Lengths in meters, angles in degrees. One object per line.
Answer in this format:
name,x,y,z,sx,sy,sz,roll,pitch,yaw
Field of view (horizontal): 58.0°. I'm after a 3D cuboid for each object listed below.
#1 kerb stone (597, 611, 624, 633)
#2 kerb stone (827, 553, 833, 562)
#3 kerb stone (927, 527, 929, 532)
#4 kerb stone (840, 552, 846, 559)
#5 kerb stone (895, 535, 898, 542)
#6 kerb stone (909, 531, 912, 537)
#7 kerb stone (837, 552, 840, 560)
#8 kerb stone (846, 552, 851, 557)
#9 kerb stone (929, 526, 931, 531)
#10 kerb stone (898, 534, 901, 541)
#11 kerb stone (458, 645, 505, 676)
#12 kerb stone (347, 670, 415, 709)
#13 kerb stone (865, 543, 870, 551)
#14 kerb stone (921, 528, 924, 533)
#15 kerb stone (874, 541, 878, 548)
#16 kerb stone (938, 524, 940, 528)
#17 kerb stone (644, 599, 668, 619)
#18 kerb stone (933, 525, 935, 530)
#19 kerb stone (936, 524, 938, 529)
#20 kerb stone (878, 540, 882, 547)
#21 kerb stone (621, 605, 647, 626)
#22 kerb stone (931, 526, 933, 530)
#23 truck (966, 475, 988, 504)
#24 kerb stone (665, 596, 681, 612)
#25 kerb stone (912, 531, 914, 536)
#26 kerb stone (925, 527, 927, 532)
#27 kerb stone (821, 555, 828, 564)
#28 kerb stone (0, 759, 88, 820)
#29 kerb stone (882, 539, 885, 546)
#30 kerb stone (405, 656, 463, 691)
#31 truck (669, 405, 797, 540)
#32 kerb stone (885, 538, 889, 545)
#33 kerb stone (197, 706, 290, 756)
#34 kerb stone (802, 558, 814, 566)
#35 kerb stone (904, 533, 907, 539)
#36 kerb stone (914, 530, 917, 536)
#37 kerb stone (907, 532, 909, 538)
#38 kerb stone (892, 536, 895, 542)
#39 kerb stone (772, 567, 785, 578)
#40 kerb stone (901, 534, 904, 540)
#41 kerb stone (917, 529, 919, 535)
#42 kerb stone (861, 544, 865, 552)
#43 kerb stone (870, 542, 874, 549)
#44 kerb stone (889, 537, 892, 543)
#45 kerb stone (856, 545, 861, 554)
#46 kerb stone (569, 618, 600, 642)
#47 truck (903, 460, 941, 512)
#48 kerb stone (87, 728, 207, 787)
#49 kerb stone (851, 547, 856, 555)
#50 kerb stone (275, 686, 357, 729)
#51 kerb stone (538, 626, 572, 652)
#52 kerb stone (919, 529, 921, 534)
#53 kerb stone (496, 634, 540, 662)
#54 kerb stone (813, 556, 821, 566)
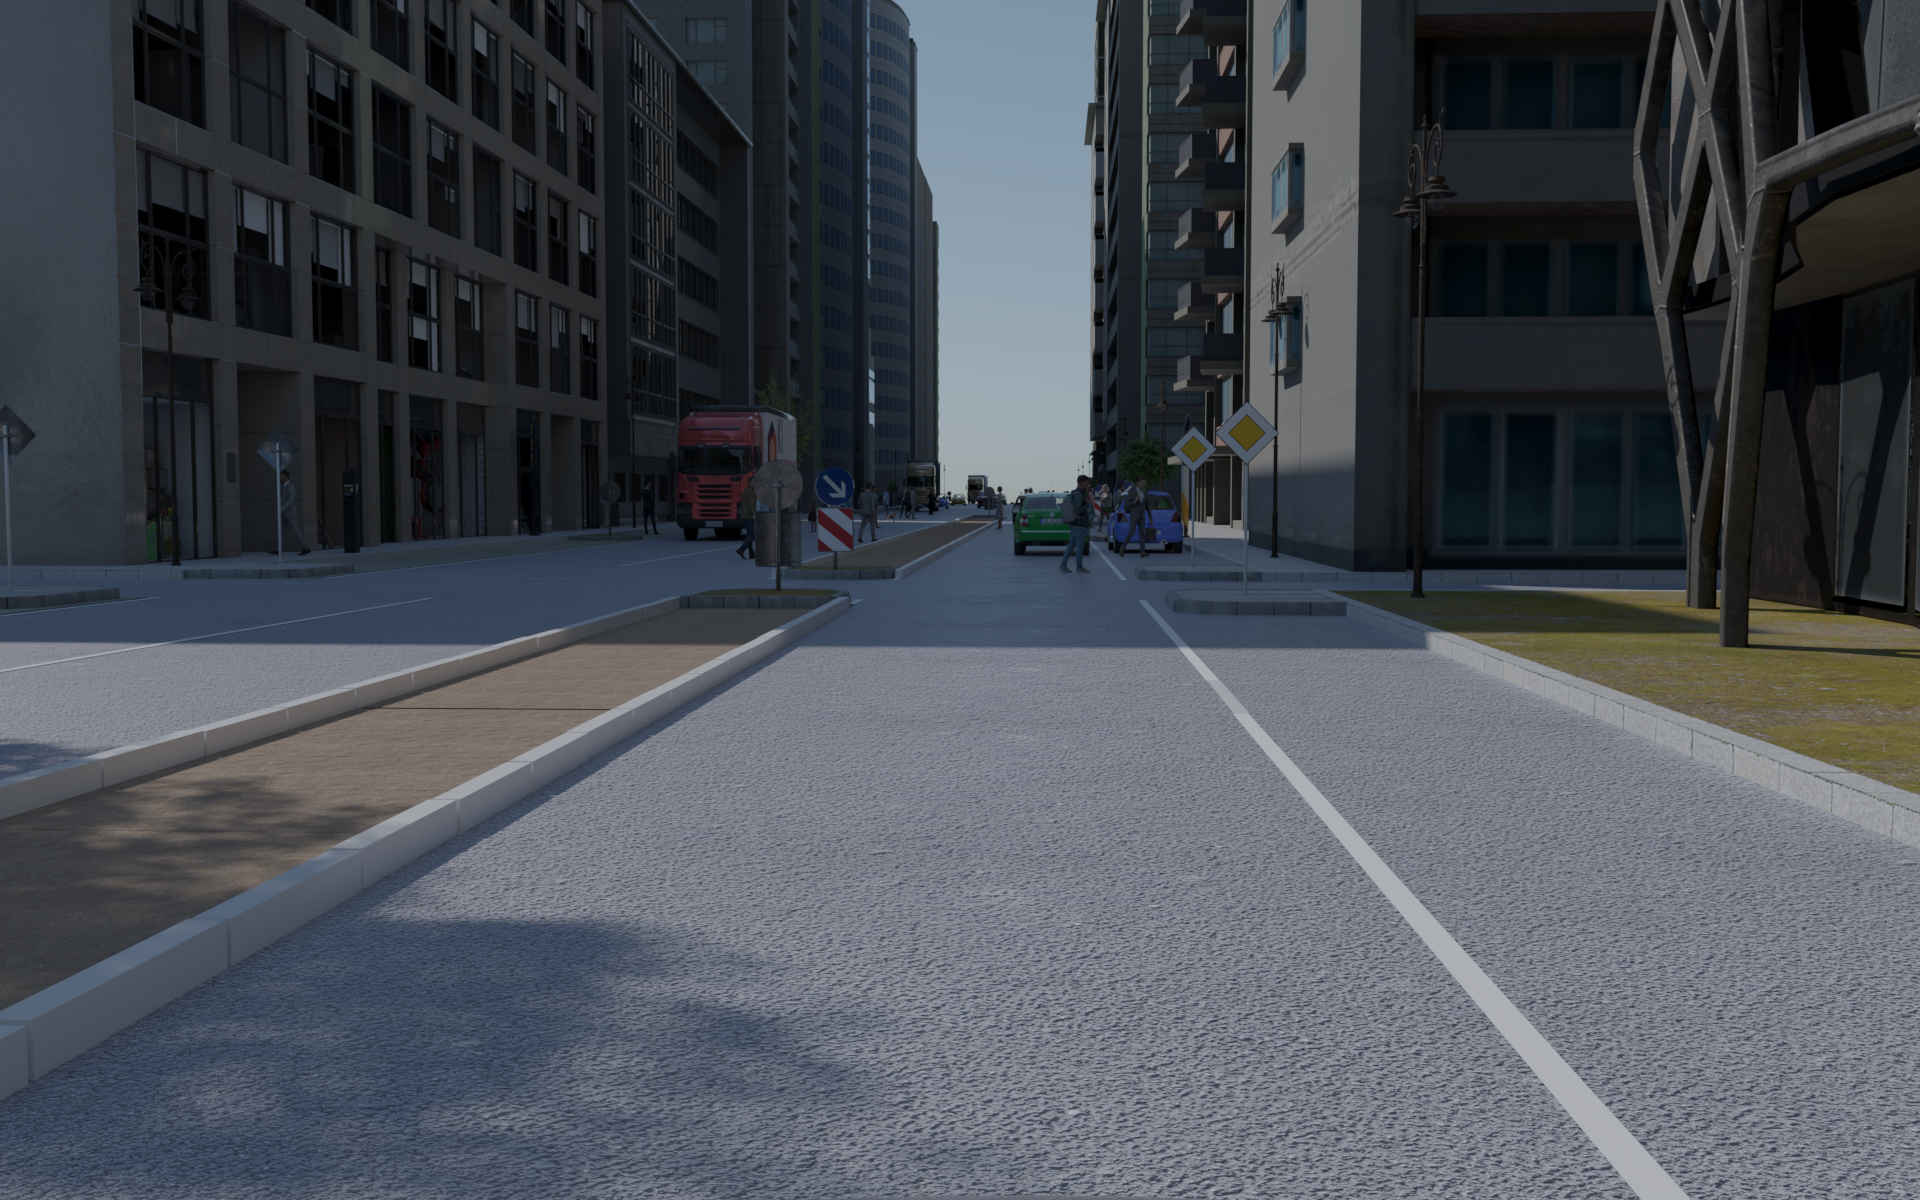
kerb stone,-3.722,0.253,18.132,0.120,0.150,1.000,0,4,3
kerb stone,-2.791,-0.850,36.098,0.120,0.150,1.000,0,4,3
kerb stone,-1.341,-2.601,64.774,0.120,0.150,1.000,0,4,3
kerb stone,-2.689,-0.975,38.139,0.120,0.150,1.000,0,4,3
kerb stone,-2.014,-1.787,51.447,0.120,0.150,1.000,0,4,3
kerb stone,-1.752,-2.102,56.570,0.120,0.150,1.000,0,4,3
kerb stone,-2.748,-0.913,37.119,0.120,0.150,1.000,0,4,3
kerb stone,-2.642,-1.038,39.160,0.120,0.150,1.000,0,4,3
kerb stone,-1.279,-2.667,65.794,0.120,0.150,1.000,0,4,3
kerb stone,-1.963,-1.851,52.467,0.120,0.150,1.000,0,4,3
kerb stone,-3.927,0.503,14.029,0.120,0.150,1.000,0,4,3
kerb stone,-4.031,0.625,11.975,0.120,0.150,1.000,0,4,3
kerb stone,-2.432,-1.288,43.261,0.120,0.150,1.000,0,4,3
kerb stone,-1.485,-2.416,61.700,0.120,0.150,1.000,0,4,3
kerb stone,-2.330,-1.413,45.303,0.120,0.150,1.000,0,4,3
kerb stone,-1.026,-2.976,70.902,0.120,0.150,1.000,0,4,3
kerb stone,-3.602,0.123,20.184,0.120,0.150,1.000,0,4,3
kerb stone,-1.183,-2.790,67.840,0.120,0.150,1.000,0,4,3
kerb stone,-1.073,-2.912,69.881,0.120,0.150,1.000,0,4,3
kerb stone,-2.274,-1.476,46.323,0.120,0.150,1.000,0,4,3
kerb stone,-3.666,0.186,19.153,0.120,0.150,1.000,0,4,3
kerb stone,-1.228,-2.729,66.815,0.120,0.150,1.000,0,4,3
truck,2.577,-16.450,257.867,2.839,4.237,11.283,0,4,4
kerb stone,-3.565,0.061,21.205,0.120,0.150,1.000,0,4,3
kerb stone,-1.706,-2.165,57.590,0.120,0.150,1.000,0,4,3
kerb stone,-1.388,-2.542,63.753,0.120,0.150,1.000,0,4,3
kerb stone,-2.858,-0.788,35.077,0.120,0.150,1.000,0,4,3
kerb stone,-4.238,0.876,7.880,0.120,0.150,1.000,0,4,3
kerb stone,-2.224,-1.538,47.349,0.120,0.150,1.000,0,4,3
kerb stone,-3.980,0.562,13.008,0.120,0.150,1.000,0,4,3
truck,-7.257,-4.163,56.972,2.839,4.237,11.283,0,4,2
kerb stone,-2.171,-1.601,48.374,0.120,0.150,1.000,0,4,3
kerb stone,-4.132,0.756,9.922,0.120,0.150,1.000,0,4,3
kerb stone,-2.959,-0.655,33.036,0.120,0.150,1.000,0,4,3
kerb stone,-1.863,-1.977,54.520,0.120,0.150,1.000,0,4,3
kerb stone,-1.654,-2.228,58.620,0.120,0.150,1.000,0,4,3
kerb stone,-1.808,-2.035,55.547,0.120,0.150,1.000,0,4,3
kerb stone,-2.069,-1.726,50.421,0.120,0.150,1.000,0,4,3
kerb stone,-3.115,-0.475,29.972,0.120,0.150,1.000,0,4,3
kerb stone,-1.915,-1.912,53.499,0.120,0.150,1.000,0,4,3
kerb stone,-1.599,-2.290,59.643,0.120,0.150,1.000,0,4,3
kerb stone,-2.489,-1.225,42.230,0.120,0.150,1.000,0,4,3
kerb stone,-2.385,-1.351,44.282,0.120,0.150,1.000,0,4,3
kerb stone,-2.125,-1.664,49.395,0.120,0.150,1.000,0,4,3
kerb stone,-2.534,-1.163,41.203,0.120,0.150,1.000,0,4,3
kerb stone,-3.769,0.317,17.108,0.120,0.150,1.000,0,4,3
truck,-3.063,-9.518,144.537,2.839,4.237,11.283,0,4,2
kerb stone,-4.186,0.813,8.901,0.120,0.150,1.000,0,4,3
kerb stone,-2.589,-1.100,40.182,0.120,0.150,1.000,0,4,3
kerb stone,-4.086,0.692,10.952,0.120,0.150,1.000,0,4,3
kerb stone,-3.819,0.378,16.076,0.120,0.150,1.000,0,4,3
kerb stone,-1.543,-2.353,60.663,0.120,0.150,1.000,0,4,3
kerb stone,-3.881,0.437,15.050,0.120,0.150,1.000,0,4,3
kerb stone,-2.907,-0.724,34.056,0.120,0.150,1.000,0,4,3
